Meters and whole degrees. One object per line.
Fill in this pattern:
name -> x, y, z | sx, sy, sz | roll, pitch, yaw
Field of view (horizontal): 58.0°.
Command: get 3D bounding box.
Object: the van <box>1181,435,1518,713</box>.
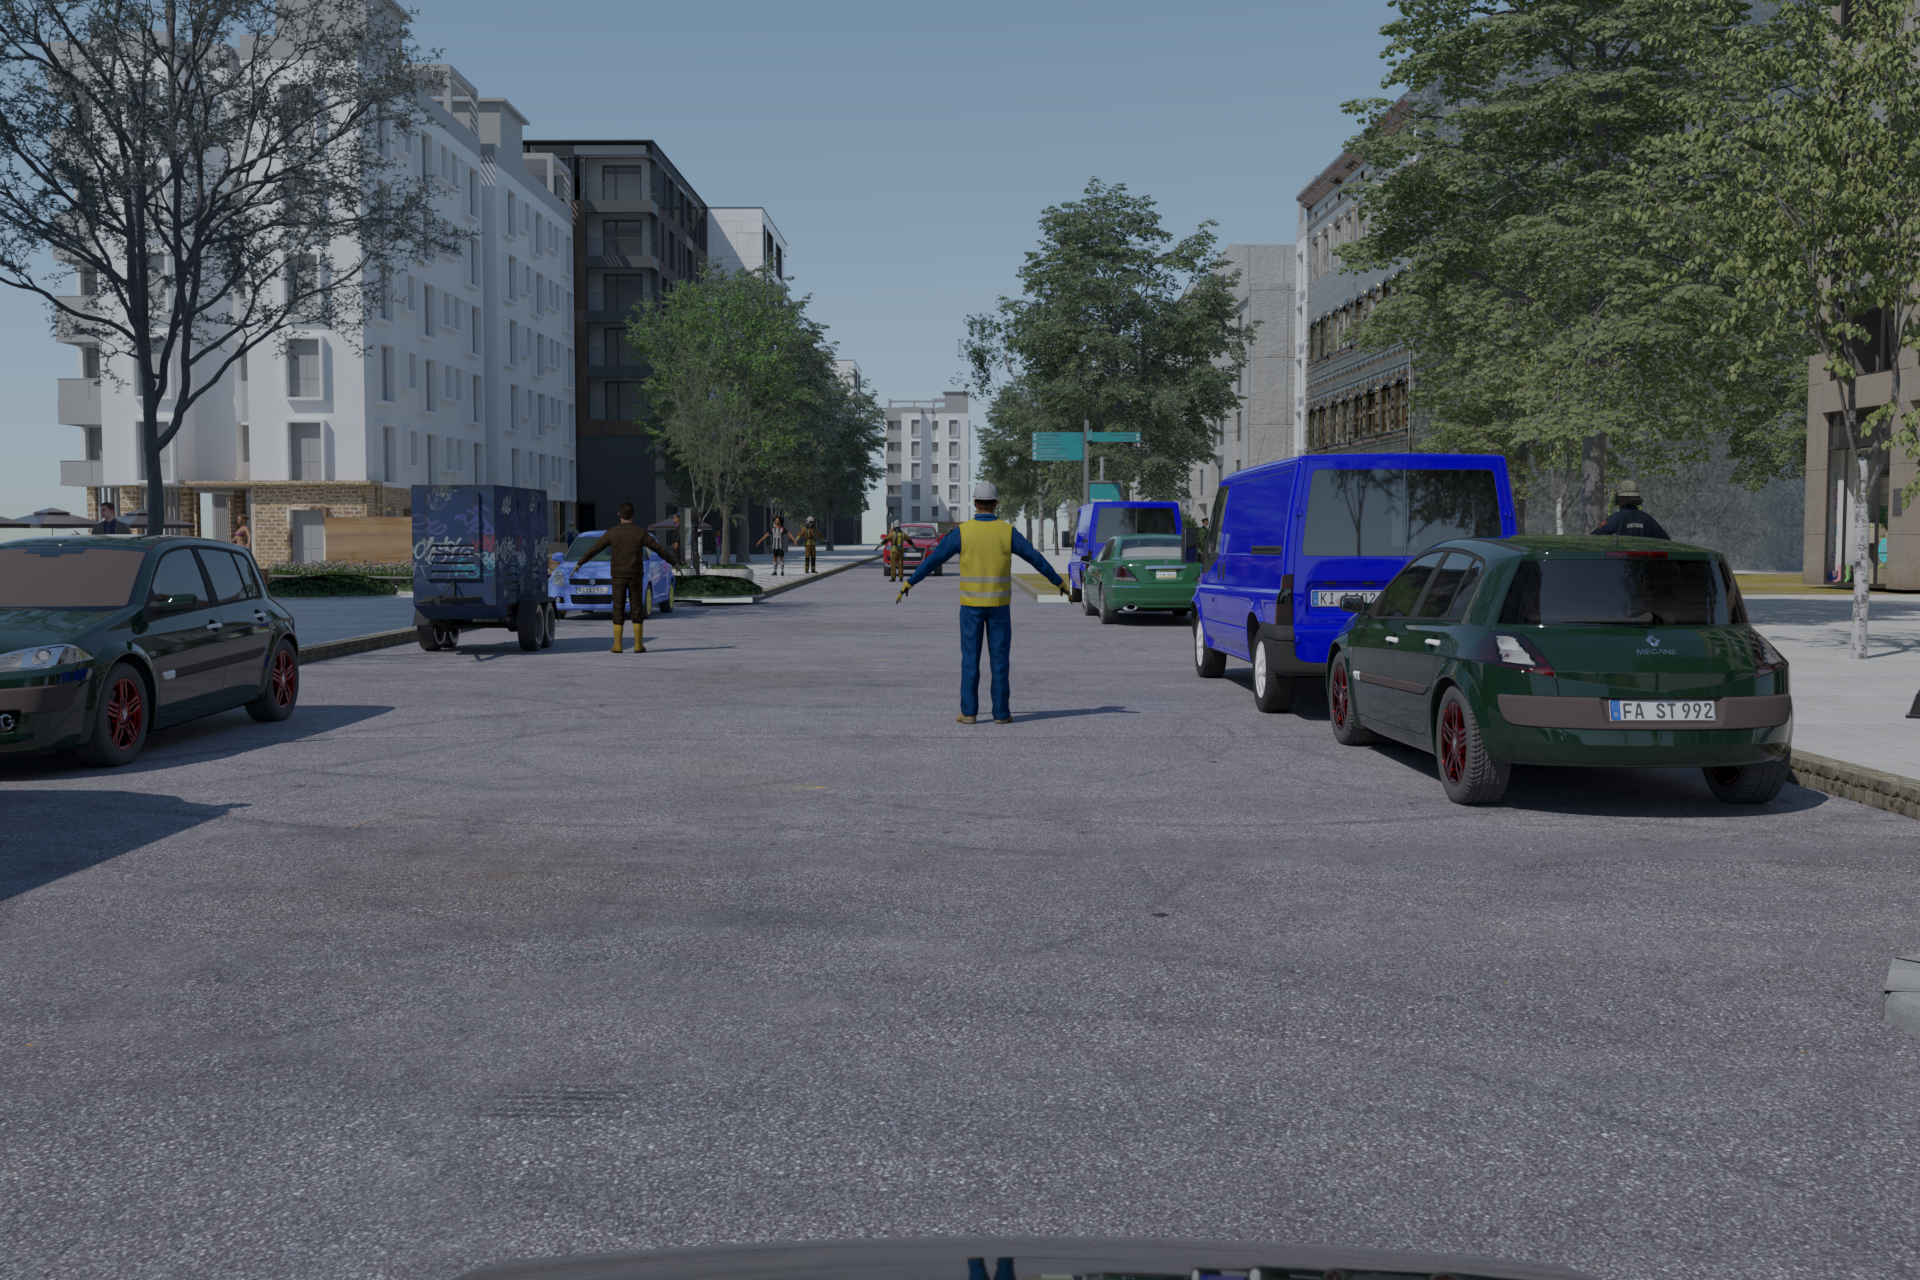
van -> 3.320, -0.682, 15.542 | 2.240, 2.365, 5.245 | 0, 4, -2

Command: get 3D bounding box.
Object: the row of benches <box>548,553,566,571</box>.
row of benches -> -13.022, -2.427, 55.149 | 1.422, 0.672, 4.104 | -2, 4, -27

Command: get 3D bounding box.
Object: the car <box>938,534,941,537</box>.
car -> -1.809, -7.669, 137.183 | 2.131, 1.459, 4.920 | 0, 4, -1

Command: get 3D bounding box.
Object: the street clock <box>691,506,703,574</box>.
street clock -> -6.850, -2.470, 44.956 | 0.358, 2.002, 0.471 | 0, 4, 1

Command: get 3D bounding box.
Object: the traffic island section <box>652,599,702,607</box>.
traffic island section -> -6.236, -0.729, 34.785 | 1.991, 0.108, 1.994 | 0, 4, -1

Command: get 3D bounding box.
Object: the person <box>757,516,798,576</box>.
person -> -5.591, -2.879, 53.212 | 1.345, 1.843, 0.704 | 1, 4, 16

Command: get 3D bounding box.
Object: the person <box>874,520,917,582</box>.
person -> -1.898, -2.677, 51.997 | 1.354, 1.858, 0.705 | -1, 4, -21

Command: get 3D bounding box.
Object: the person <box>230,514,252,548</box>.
person -> -16.547, -2.016, 39.770 | 0.721, 1.733, 1.217 | -3, 5, -44

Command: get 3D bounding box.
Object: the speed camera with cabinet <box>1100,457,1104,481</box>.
speed camera with cabinet -> 3.860, -3.025, 43.800 | 0.660, 3.252, 2.038 | 0, 4, -2

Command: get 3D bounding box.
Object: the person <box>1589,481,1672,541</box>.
person -> 7.081, -0.769, 18.443 | 1.351, 1.845, 0.704 | 0, 4, -7

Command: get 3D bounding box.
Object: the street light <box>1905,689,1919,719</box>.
street light -> 7.314, -2.409, 11.925 | 1.470, 5.913, 1.316 | 0, 4, 0

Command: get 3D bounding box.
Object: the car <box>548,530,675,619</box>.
car -> -6.077, -1.268, 30.318 | 1.945, 1.707, 3.694 | 0, 4, 0

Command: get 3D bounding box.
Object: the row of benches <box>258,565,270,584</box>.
row of benches -> -16.552, -1.329, 37.197 | 4.104, 0.672, 1.422 | 2, 4, 27

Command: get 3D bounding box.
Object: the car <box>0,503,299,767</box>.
car -> -6.008, -0.129, 11.891 | 2.009, 1.686, 4.222 | 0, 4, 0

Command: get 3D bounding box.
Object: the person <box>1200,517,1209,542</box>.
person -> 8.162, -3.155, 57.513 | 0.705, 1.837, 1.347 | 1, 4, 17

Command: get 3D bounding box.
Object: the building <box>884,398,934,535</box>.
building -> -9.798, -22.888, 233.091 | 11.380, 20.090, 16.016 | 0, 4, 1

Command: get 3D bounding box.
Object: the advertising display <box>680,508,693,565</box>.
advertising display -> -6.806, -2.317, 43.104 | 0.123, 1.923, 0.974 | 0, 4, 1

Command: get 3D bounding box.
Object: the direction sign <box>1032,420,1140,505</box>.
direction sign -> 2.964, -3.133, 39.986 | 2.525, 3.948, 1.411 | 0, 4, -1

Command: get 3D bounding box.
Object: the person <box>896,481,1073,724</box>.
person -> 0.190, -0.287, 13.126 | 1.349, 1.833, 0.705 | 0, 4, -2

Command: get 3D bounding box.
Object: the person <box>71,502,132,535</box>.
person -> -12.696, -1.170, 25.699 | 0.617, 1.759, 0.750 | 1, 4, 9

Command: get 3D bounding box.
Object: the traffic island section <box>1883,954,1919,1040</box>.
traffic island section -> 3.708, 1.111, 4.702 | 1.991, 0.108, 1.994 | 0, 4, 0

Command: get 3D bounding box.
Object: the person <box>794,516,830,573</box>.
person -> -4.865, -3.100, 56.448 | 1.354, 1.858, 0.705 | -3, 4, -36

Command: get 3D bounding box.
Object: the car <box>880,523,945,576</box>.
car -> -1.619, -3.167, 60.456 | 2.281, 1.827, 5.304 | 0, 4, -1

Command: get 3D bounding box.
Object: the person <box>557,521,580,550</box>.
person -> -16.807, -4.230, 75.012 | 1.347, 1.847, 0.705 | 0, 4, 6

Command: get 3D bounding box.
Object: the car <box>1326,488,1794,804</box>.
car -> 3.441, -0.048, 10.576 | 2.009, 1.686, 4.222 | 0, 4, -1

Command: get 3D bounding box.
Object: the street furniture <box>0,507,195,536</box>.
street furniture -> -27.733, -2.273, 42.198 | 14.083, 1.986, 27.439 | 0, 4, -1

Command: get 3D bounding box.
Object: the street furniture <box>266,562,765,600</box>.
street furniture -> -9.039, -1.281, 36.577 | 10.072, 0.657, 5.734 | 0, 4, 2

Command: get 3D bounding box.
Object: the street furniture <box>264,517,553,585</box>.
street furniture -> -15.233, -2.420, 46.420 | 9.812, 1.723, 11.010 | 2, 4, 23

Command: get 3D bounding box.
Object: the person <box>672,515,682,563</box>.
person -> -7.686, -2.501, 47.120 | 0.704, 1.802, 1.346 | -1, 4, -12

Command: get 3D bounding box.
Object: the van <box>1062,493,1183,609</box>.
van -> 3.256, -1.849, 34.607 | 2.240, 2.365, 5.245 | 0, 4, -1

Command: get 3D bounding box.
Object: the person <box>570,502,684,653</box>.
person -> -4.009, -0.751, 20.874 | 1.346, 1.812, 0.704 | -1, 4, -10

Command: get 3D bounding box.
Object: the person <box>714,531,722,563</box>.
person -> -10.155, -3.909, 73.175 | 0.599, 1.433, 0.991 | 0, 4, -1

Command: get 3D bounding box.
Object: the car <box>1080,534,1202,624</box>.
car -> 3.128, -1.052, 28.992 | 2.131, 1.459, 4.920 | 0, 4, -1

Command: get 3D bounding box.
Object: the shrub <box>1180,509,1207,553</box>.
shrub -> 6.560, -2.909, 51.606 | 1.661, 2.075, 1.752 | 0, 3, 0
